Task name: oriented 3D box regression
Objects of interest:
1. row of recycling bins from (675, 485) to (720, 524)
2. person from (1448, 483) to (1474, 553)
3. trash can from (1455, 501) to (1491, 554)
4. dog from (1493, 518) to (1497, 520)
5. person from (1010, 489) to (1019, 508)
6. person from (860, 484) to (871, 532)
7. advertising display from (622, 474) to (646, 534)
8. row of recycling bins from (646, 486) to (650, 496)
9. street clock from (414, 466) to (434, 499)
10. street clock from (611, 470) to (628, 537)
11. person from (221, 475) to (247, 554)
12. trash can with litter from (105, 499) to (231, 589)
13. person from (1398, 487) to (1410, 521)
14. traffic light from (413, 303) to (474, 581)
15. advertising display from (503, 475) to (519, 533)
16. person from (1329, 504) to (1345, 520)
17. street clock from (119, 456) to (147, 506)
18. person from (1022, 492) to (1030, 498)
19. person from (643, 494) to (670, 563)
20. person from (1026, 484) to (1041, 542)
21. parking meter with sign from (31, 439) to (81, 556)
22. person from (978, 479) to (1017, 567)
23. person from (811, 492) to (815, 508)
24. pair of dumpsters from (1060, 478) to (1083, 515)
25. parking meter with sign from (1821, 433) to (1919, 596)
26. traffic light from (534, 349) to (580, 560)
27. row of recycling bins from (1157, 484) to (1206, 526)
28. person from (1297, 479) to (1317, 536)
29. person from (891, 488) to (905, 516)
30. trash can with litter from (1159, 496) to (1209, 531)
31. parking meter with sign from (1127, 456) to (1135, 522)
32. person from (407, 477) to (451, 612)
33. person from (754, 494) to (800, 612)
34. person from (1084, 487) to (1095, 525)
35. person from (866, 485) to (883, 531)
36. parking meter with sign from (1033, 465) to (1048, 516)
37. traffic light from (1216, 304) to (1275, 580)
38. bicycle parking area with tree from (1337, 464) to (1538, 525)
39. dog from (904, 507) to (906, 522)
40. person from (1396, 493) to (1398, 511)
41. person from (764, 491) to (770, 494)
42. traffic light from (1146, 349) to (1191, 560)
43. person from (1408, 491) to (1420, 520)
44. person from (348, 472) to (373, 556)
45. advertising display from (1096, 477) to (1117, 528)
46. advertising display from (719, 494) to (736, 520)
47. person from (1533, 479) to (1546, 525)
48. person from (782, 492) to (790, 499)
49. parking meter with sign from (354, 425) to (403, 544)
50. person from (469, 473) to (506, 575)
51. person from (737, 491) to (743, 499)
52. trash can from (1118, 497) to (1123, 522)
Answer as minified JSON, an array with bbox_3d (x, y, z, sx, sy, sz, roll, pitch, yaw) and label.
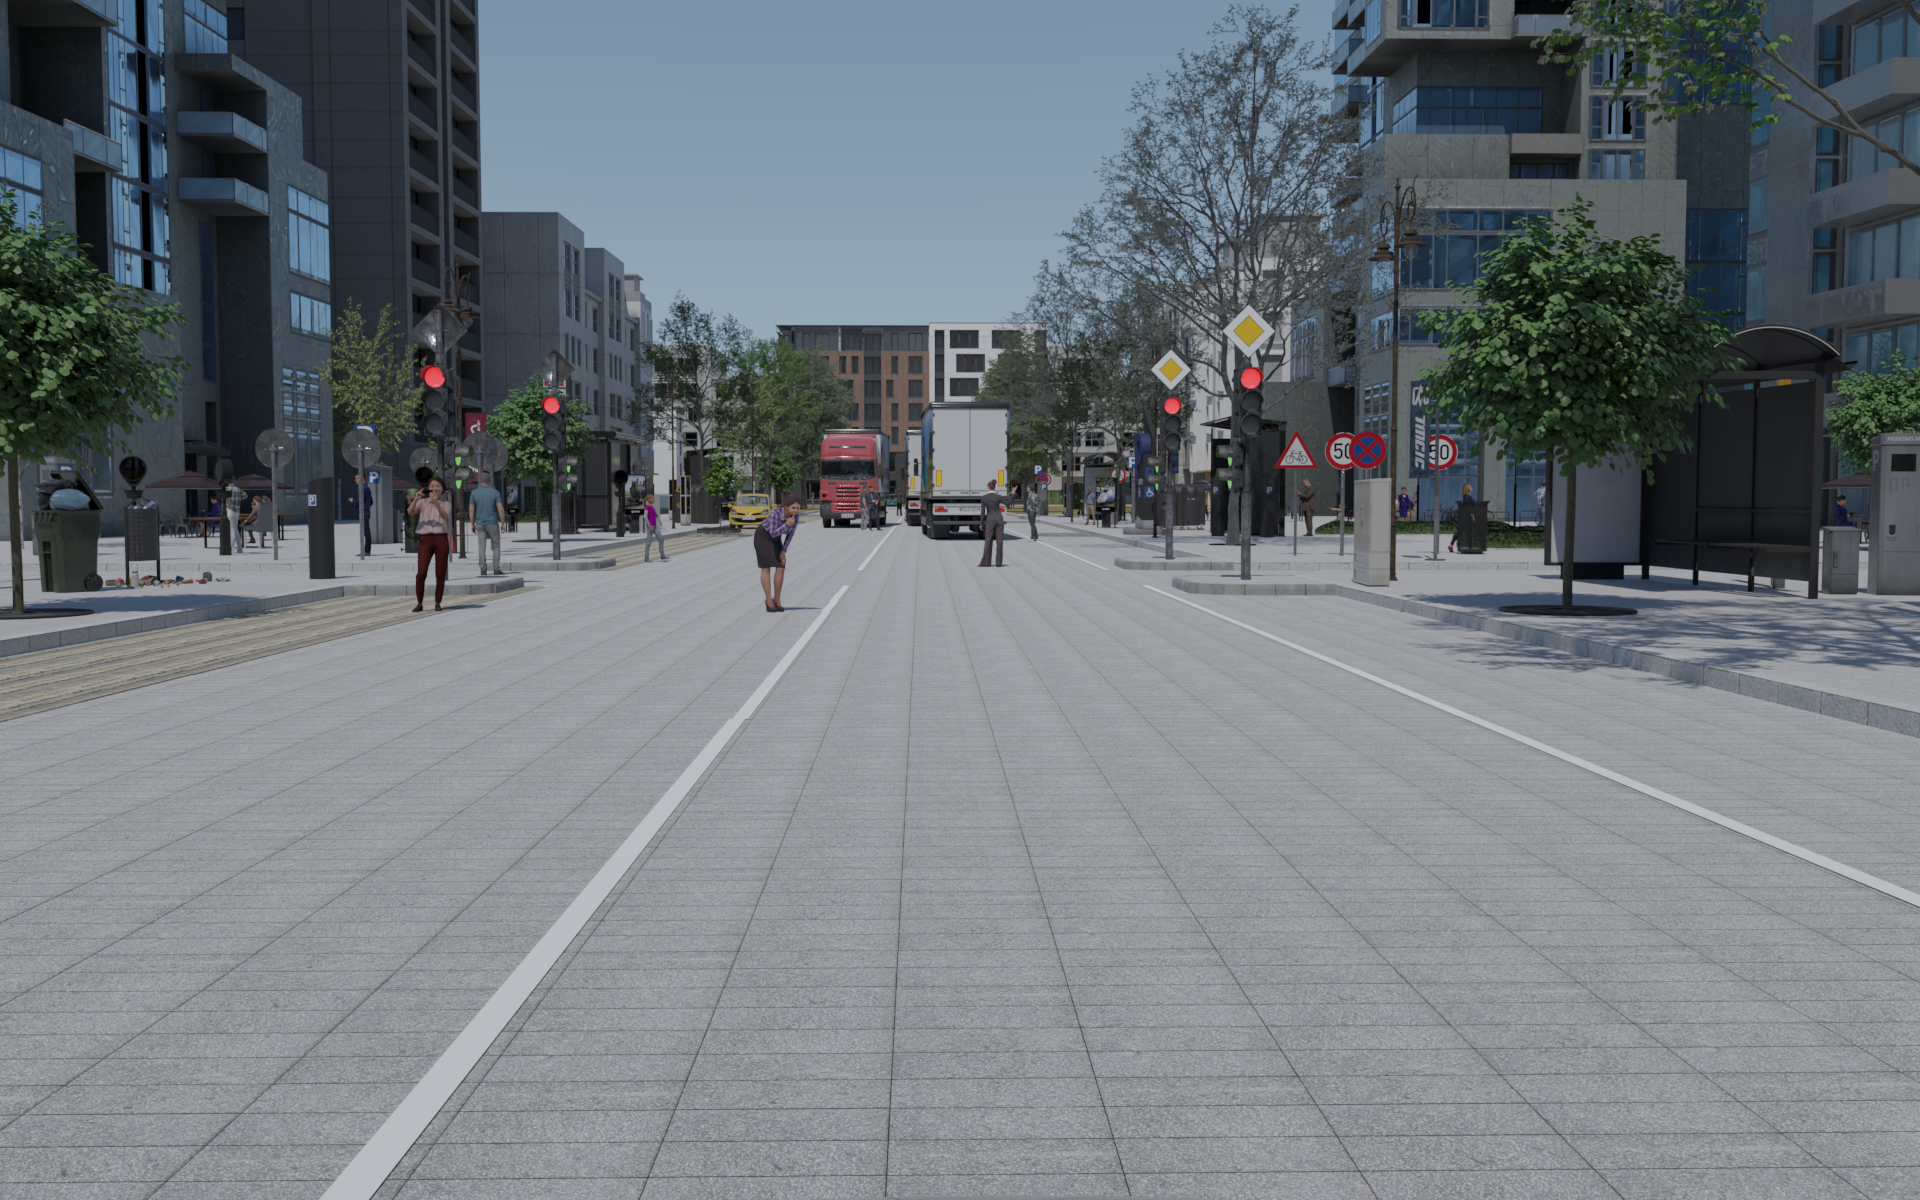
[{"bbox_3d":[-11.422,-4.174,75.359,1.069,1.692,3.534,-2,4,-31],"label":"row of recycling bins"},{"bbox_3d":[10.996,-1.788,37.825,0.613,1.512,0.480,0,4,5],"label":"person"},{"bbox_3d":[10.935,-1.548,36.960,0.748,1.137,0.748,0,3,0],"label":"trash can"},{"bbox_3d":[19.798,-2.869,64.638,0.550,0.427,0.748,-1,4,-19],"label":"dog"},{"bbox_3d":[4.986,-9.720,165.048,1.350,1.814,0.705,-1,4,-18],"label":"person"},{"bbox_3d":[-3.621,-3.530,66.348,0.434,1.807,0.598,0,4,-3],"label":"person"},{"bbox_3d":[-10.560,-3.114,56.127,0.123,1.923,0.974,2,4,35],"label":"advertising display"},{"bbox_3d":[-13.423,-3.844,69.965,1.069,1.692,3.534,1,4,13],"label":"row of recycling bins"},{"bbox_3d":[-13.960,-2.481,45.142,0.471,2.002,0.358,-1,4,-22],"label":"street clock"},{"bbox_3d":[-10.087,-2.862,51.364,0.471,2.002,0.358,-3,4,-36],"label":"street clock"},{"bbox_3d":[-15.658,-1.865,37.262,0.376,1.734,0.841,0,4,7],"label":"person"},{"bbox_3d":[-11.246,-0.834,24.694,1.678,1.210,2.233,2,4,27],"label":"trash can with litter"},{"bbox_3d":[16.165,-3.335,62.935,0.453,1.535,0.546,-1,4,-20],"label":"person"},{"bbox_3d":[-7.627,-2.237,25.503,0.839,4.253,0.868,0,4,-1],"label":"traffic light"},{"bbox_3d":[-14.938,-3.207,57.653,0.123,1.923,0.974,1,4,9],"label":"advertising display"},{"bbox_3d":[17.179,-3.963,78.755,0.695,0.859,0.347,-1,4,-12],"label":"person"},{"bbox_3d":[-15.746,-1.740,33.027,0.471,2.002,0.358,-1,4,-20],"label":"street clock"},{"bbox_3d":[6.633,-10.010,169.793,1.348,1.812,0.705,-2,4,-33],"label":"person"},{"bbox_3d":[-6.329,-1.504,36.318,0.776,1.435,0.726,1,4,14],"label":"person"},{"bbox_3d":[2.200,-2.629,52.209,0.376,1.734,0.841,1,4,22],"label":"person"},{"bbox_3d":[-18.593,-2.414,35.729,1.738,3.016,0.543,2,4,35],"label":"parking meter with sign"},{"bbox_3d":[0.741,-1.518,34.116,0.742,1.727,0.445,-2,4,-34],"label":"person"},{"bbox_3d":[-13.640,-9.199,159.667,0.599,1.433,0.991,-1,4,-9],"label":"person"},{"bbox_3d":[7.086,-6.347,106.263,1.574,2.255,4.437,0,4,-1],"label":"pair of dumpsters"},{"bbox_3d":[11.963,-1.574,21.989,1.738,3.016,0.543,1,4,11],"label":"parking meter with sign"},{"bbox_3d":[-7.805,-2.726,33.486,0.839,4.253,0.868,0,4,-1],"label":"traffic light"},{"bbox_3d":[8.969,-3.849,70.036,1.069,1.692,3.534,2,4,34],"label":"row of recycling bins"},{"bbox_3d":[10.526,-2.807,52.625,0.600,1.739,0.565,-2,4,-30],"label":"person"},{"bbox_3d":[-3.980,-6.451,114.109,1.348,1.807,0.705,1,4,22],"label":"person"},{"bbox_3d":[7.820,-3.095,61.668,2.233,1.210,1.678,1,4,9],"label":"trash can with litter"},{"bbox_3d":[8.111,-5.075,79.233,0.543,3.016,1.738,-1,4,-10],"label":"parking meter with sign"},{"bbox_3d":[-6.401,-0.675,21.001,0.517,1.644,0.566,2,4,30],"label":"person"},{"bbox_3d":[-2.182,-0.563,20.933,0.697,1.427,0.421,3,5,44],"label":"person"},{"bbox_3d":[5.385,-3.885,71.621,0.516,1.574,0.319,3,4,38],"label":"person"},{"bbox_3d":[-3.359,-3.595,67.731,0.683,1.767,0.568,-2,4,-26],"label":"person"},{"bbox_3d":[4.905,-6.579,103.821,0.543,3.016,1.738,-1,4,-14],"label":"parking meter with sign"},{"bbox_3d":[4.251,-2.255,25.783,0.839,4.253,0.868,0,4,-1],"label":"traffic light"},{"bbox_3d":[20.533,-5.070,69.896,9.016,4.147,8.231,-1,4,-17],"label":"bicycle parking area with tree"},{"bbox_3d":[-2.769,-4.332,87.666,0.513,0.831,0.800,2,4,35],"label":"dog"},{"bbox_3d":[14.706,-3.010,59.169,0.435,1.345,0.340,0,4,-7],"label":"person"},{"bbox_3d":[-20.171,-10.653,181.019,0.742,1.727,0.445,1,4,13],"label":"person"},{"bbox_3d":[4.073,-2.743,33.766,0.839,4.253,0.868,0,4,-1],"label":"traffic light"},{"bbox_3d":[20.317,-4.181,77.630,0.421,1.427,0.697,-2,4,-31],"label":"person"},{"bbox_3d":[-12.386,-1.777,35.807,0.504,1.737,0.576,-1,4,-20],"label":"person"},{"bbox_3d":[5.557,-3.700,65.714,0.974,1.923,0.123,3,5,44],"label":"advertising display"},{"bbox_3d":[-11.527,-4.891,85.181,0.974,1.923,0.123,-1,4,-20],"label":"advertising display"},{"bbox_3d":[17.098,-2.696,50.845,0.376,1.734,0.841,0,4,6],"label":"person"},{"bbox_3d":[-16.391,-9.693,164.480,1.348,1.831,0.705,-3,4,-36],"label":"person"},{"bbox_3d":[-14.854,-2.945,44.413,0.543,3.016,1.738,0,4,6],"label":"parking meter with sign"},{"bbox_3d":[-8.335,-1.344,30.604,0.598,1.807,0.434,0,4,5],"label":"person"},{"bbox_3d":[-15.657,-7.129,123.275,0.551,1.740,0.621,3,5,42],"label":"person"},{"bbox_3d":[7.154,-4.173,79.876,0.748,1.137,0.748,0,3,0],"label":"trash can"}]
